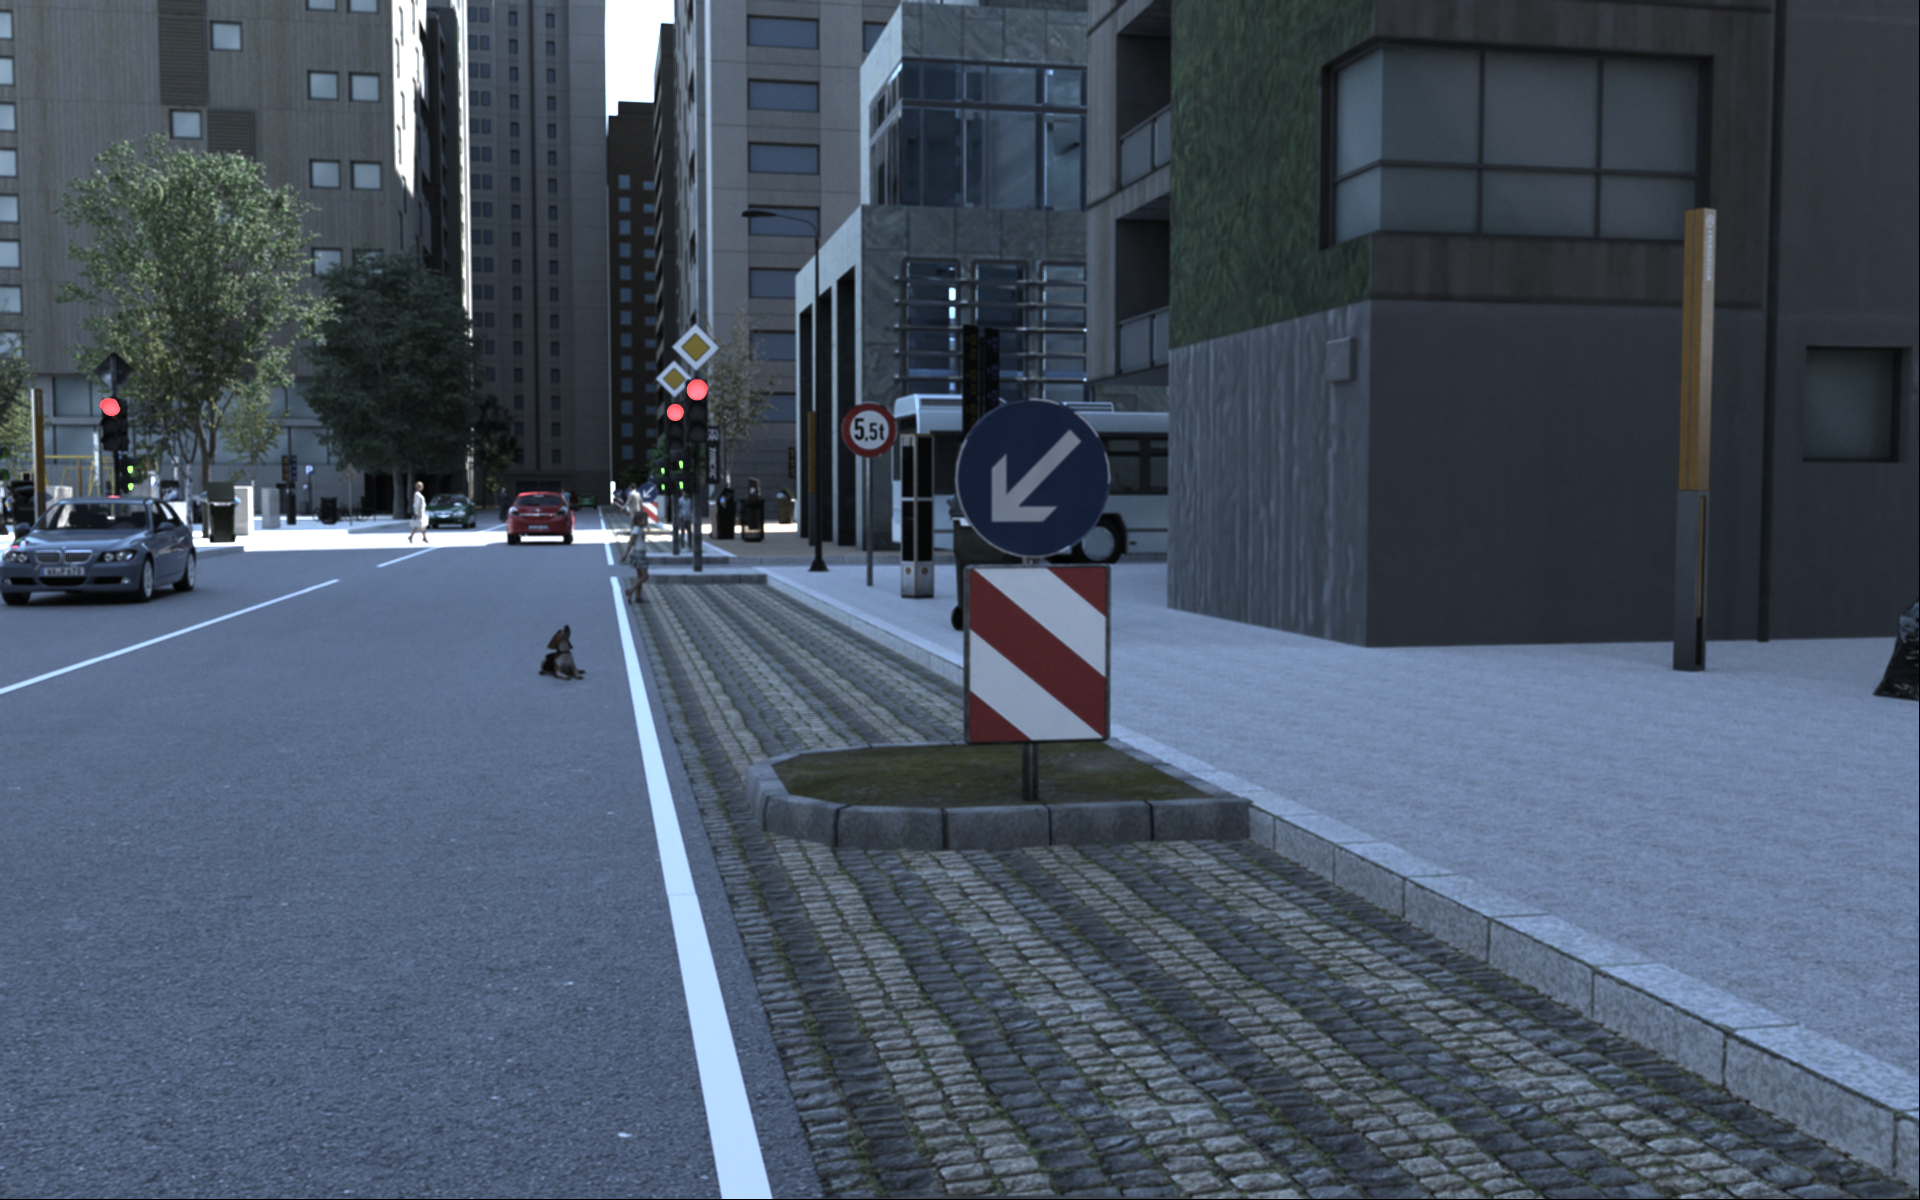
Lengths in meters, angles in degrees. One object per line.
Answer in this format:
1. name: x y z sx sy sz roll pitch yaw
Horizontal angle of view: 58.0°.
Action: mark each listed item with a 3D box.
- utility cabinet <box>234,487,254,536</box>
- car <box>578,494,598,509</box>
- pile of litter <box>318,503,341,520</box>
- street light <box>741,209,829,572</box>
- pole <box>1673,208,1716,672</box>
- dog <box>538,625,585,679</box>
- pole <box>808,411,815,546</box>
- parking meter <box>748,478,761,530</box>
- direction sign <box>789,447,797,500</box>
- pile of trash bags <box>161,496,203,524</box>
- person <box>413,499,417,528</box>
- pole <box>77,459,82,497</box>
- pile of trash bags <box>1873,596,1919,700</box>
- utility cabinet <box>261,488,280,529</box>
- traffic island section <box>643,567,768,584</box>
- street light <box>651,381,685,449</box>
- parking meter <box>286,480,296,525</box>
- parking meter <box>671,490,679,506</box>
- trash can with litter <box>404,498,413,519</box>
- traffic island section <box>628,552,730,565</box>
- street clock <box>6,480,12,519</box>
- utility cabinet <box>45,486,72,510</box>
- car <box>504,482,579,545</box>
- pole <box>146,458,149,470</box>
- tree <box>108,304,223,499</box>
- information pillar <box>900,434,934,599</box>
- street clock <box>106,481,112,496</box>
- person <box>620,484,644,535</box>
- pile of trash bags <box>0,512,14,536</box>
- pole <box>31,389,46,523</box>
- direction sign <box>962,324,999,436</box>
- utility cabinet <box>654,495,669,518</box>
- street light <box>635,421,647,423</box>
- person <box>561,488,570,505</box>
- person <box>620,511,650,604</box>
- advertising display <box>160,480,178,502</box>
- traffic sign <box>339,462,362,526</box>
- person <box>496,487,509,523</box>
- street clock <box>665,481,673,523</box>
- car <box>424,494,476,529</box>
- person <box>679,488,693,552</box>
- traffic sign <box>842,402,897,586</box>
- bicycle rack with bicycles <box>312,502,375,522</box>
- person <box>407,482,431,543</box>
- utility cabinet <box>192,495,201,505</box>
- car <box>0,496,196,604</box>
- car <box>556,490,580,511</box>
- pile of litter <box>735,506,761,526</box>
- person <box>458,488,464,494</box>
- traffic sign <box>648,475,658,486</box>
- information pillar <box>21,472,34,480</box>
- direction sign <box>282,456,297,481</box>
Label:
1. utility cabinet: -21.759 -2.633 51.735 1.173 1.500 0.318 0 4 4
2. car: -35.070 -9.428 162.939 1.959 1.807 4.718 -1 4 -11
3. pile of litter: -31.535 -4.454 86.787 1.176 0.858 1.719 1 4 12
4. street light: -2.883 -3.424 28.528 1.470 5.913 1.316 -1 4 -12
5. pole: 5.306 -1.141 12.506 0.158 3.312 0.155 0 3 0
6. dog: -3.101 0.395 13.734 0.550 0.427 0.748 1 4 16
7. pole: -3.655 -2.991 42.752 0.158 3.312 0.155 0 3 0
8. parking meter: -7.363 -3.448 62.080 0.399 1.863 0.255 1 4 17
9. direction sign: -7.948 -5.622 83.920 0.379 3.537 0.876 3 5 44
10. pile of trash bags: -33.574 -3.928 73.981 1.912 1.369 3.447 1 4 12
11. person: -22.660 -3.603 72.099 0.352 1.250 0.332 3 5 42
12. pole: -50.977 -6.510 100.288 0.158 3.312 0.155 0 3 0
13. pile of trash bags: 7.632 -0.090 11.220 3.447 1.369 1.912 -2 4 -34
14. utility cabinet: -25.426 -3.379 63.927 0.318 1.500 1.173 0 4 -4
15. traffic island section: -4.330 -0.395 28.743 2.009 0.180 2.903 -1 4 -12
16. street light: -11.869 -6.030 71.139 1.470 5.913 1.316 -1 4 -12
17. parking meter: -27.989 -4.083 72.465 0.255 1.863 0.399 -3 5 -44
18. parking meter: -13.686 -4.570 83.137 0.372 1.533 0.369 0 3 0
19. trash can with litter: -28.350 -4.704 88.295 0.624 1.170 1.055 1 4 8
20. traffic island section: -5.971 -0.873 36.558 2.009 0.180 2.903 -1 4 -12
21. street clock: -49.455 -5.245 90.318 0.471 2.002 0.358 2 4 23
22. utility cabinet: -25.249 -2.438 48.534 0.318 1.500 1.173 0 4 -4
23. car: -12.211 -2.536 50.512 2.155 1.783 4.494 -1 4 -11
24. pole: -43.905 -6.109 93.725 0.158 3.312 0.155 0 3 0
25. tree: -30.544 -7.075 66.031 4.360 8.622 3.978 0 3 0
26. information pillar: -0.525 -1.030 21.336 0.304 2.012 0.304 -3 5 -40
27. street clock: -47.972 -5.691 97.617 0.358 2.002 0.471 -2 4 -27
28. person: -11.124 -3.080 59.132 0.850 1.792 0.678 2 4 29
29. pile of trash bags: -30.211 -2.673 53.464 1.912 1.369 3.447 1 4 21
30. pole: -17.917 -2.438 33.703 0.158 3.312 0.155 0 3 0
31. direction sign: 0.285 -1.929 23.536 0.379 3.537 0.876 2 4 33
32. utility cabinet: -16.012 -4.998 92.886 1.020 1.237 0.306 3 5 45
33. street light: -19.925 -8.405 109.964 1.470 5.913 1.316 -1 4 -12
34. person: -23.825 -5.876 104.599 0.660 1.820 0.620 1 4 17
35. person: -4.252 -0.561 22.683 0.382 1.210 0.505 0 4 -7
36. advertising display: -37.077 -4.648 81.201 0.123 1.923 0.974 2 4 24
37. traffic sign: -24.604 -4.276 69.917 0.884 2.594 0.081 0 4 -7
38. person: -22.729 -4.721 86.116 0.576 1.772 0.534 -3 4 -38
39. street clock: -12.956 -4.443 77.217 0.358 2.002 0.471 -2 4 -31
40. car: -21.364 -3.715 72.539 2.131 1.459 4.920 -1 4 -10
41. person: -6.799 -1.987 42.806 0.589 1.601 0.330 -3 5 -42
42. traffic sign: -1.259 -1.469 24.124 0.768 2.556 0.104 0 4 -2
43. bicycle rack with bicycles: -28.872 -4.143 81.125 2.925 0.926 2.852 -3 5 -43
44. person: -15.773 -2.543 50.432 0.624 1.780 0.694 0 4 -1
45. utility cabinet: -43.818 -5.445 100.192 1.020 1.237 0.306 -1 4 -16
46. car: -11.925 -0.745 24.189 2.014 1.417 4.499 -1 4 -13
47. car: -33.650 -8.518 147.935 2.281 1.827 5.304 -1 4 -11
48. pile of litter: -8.921 -3.462 70.562 1.719 0.858 1.176 -1 4 -13
49. person: -30.749 -5.998 106.905 0.599 1.781 0.374 -1 4 -13
50. traffic sign: -18.407 -6.377 104.375 0.768 2.556 0.104 0 4 -3
51. information pillar: -31.097 -3.262 57.825 0.304 2.012 0.304 -1 4 -14
52. direction sign: -39.497 -6.734 102.090 0.876 3.537 0.379 0 4 3
